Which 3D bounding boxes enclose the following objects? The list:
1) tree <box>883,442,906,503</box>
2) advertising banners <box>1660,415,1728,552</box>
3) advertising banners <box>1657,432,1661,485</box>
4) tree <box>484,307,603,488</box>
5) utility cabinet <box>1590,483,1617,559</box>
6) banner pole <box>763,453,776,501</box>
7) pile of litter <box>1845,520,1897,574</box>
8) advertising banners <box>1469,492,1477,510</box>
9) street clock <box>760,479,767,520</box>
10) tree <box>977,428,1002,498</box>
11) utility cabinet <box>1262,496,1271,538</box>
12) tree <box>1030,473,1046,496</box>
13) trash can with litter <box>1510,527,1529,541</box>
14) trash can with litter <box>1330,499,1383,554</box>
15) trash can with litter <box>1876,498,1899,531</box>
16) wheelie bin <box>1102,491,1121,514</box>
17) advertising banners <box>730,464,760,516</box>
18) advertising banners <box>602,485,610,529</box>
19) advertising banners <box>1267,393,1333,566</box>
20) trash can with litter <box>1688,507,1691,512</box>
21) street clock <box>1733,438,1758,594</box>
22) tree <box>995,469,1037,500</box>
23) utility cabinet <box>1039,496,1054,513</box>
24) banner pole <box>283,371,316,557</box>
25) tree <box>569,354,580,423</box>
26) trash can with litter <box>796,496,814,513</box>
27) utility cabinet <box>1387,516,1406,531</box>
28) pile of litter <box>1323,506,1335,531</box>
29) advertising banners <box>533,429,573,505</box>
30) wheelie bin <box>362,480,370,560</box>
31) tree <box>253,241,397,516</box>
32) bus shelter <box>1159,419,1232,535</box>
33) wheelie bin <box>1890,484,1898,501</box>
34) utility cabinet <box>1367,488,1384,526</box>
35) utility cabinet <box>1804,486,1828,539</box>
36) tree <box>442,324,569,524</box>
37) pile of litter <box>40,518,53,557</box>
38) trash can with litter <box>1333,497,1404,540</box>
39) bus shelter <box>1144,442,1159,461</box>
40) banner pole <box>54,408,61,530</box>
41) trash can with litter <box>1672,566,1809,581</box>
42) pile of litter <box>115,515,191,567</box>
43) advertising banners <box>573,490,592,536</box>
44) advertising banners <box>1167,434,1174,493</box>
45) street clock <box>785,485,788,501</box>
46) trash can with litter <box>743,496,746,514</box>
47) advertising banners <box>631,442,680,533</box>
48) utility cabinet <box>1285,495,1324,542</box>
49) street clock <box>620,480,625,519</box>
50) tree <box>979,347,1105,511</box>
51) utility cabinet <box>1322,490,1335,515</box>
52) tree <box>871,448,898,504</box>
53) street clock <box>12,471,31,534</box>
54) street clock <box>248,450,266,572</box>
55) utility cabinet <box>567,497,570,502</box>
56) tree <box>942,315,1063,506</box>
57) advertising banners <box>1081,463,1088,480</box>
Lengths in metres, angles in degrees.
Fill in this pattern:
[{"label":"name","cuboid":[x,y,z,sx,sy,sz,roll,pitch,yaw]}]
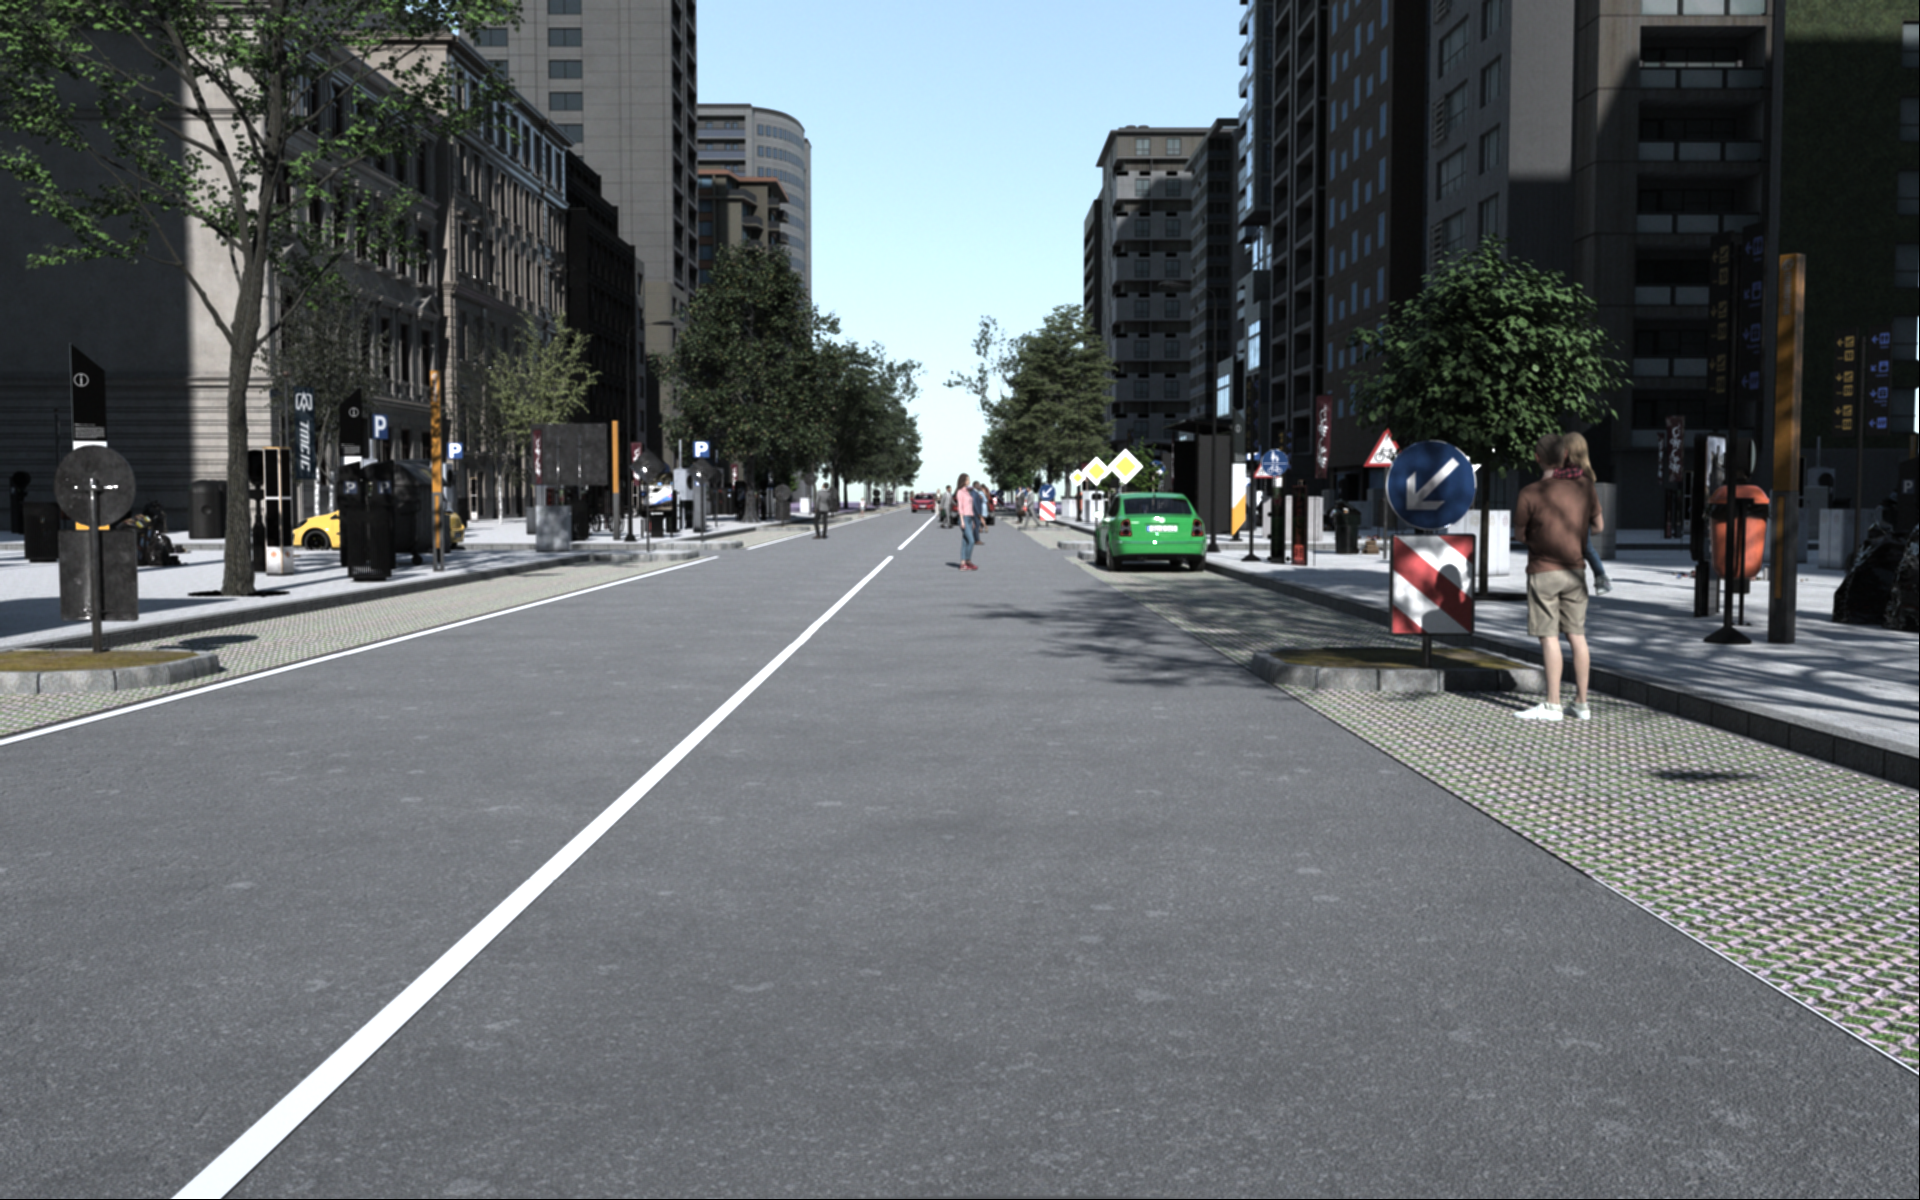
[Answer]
[{"label":"tree","cuboid":[-9.179,-17.744,240.476,4.737,8.622,4.395,0,3,0]},{"label":"advertising banners","cuboid":[16.188,-2.543,37.760,0.090,3.025,2.074,-2,4,-26]},{"label":"advertising banners","cuboid":[20.403,-3.279,49.796,0.090,3.025,2.074,3,5,43]},{"label":"tree","cuboid":[-16.122,-7.156,67.361,4.737,8.622,4.395,0,3,0]},{"label":"utility cabinet","cuboid":[12.514,-1.561,34.201,0.318,1.500,1.173,-1,4,-10]},{"label":"banner pole","cuboid":[-9.752,-5.993,87.998,0.863,3.779,0.401,1,4,13]},{"label":"pile of litter","cuboid":[15.128,-0.859,28.015,1.719,0.858,1.176,0,4,3]},{"label":"advertising banners","cuboid":[17.776,-3.915,60.204,0.090,3.025,2.074,2,4,26]},{"label":"street clock","cuboid":[-9.664,-4.934,85.235,0.358,2.002,0.471,1,4,16]},{"label":"tree","cuboid":[6.213,-20.932,267.986,9.928,11.665,9.643,0,3,0]},{"label":"utility cabinet","cuboid":[9.340,-2.411,50.576,1.020,1.237,0.306,3,5,43]},{"label":"tree","cuboid":[6.486,-9.262,146.043,1.663,3.219,1.824,0,3,0]},{"label":"trash can with litter","cuboid":[15.691,-2.198,46.989,1.678,1.210,2.233,-3,5,-42]},{"label":"trash can with litter","cuboid":[8.530,-1.580,37.226,1.055,1.170,0.624,0,4,-7]},{"label":"trash can with litter","cuboid":[26.418,-2.292,48.856,1.055,1.170,0.624,-1,4,-22]},{"label":"wheelie bin","cuboid":[7.000,-4.407,79.963,0.980,1.594,0.693,2,4,34]},{"label":"advertising banners","cuboid":[-12.556,-6.426,101.250,2.074,3.025,0.090,-3,5,-41]},{"label":"advertising banners","cuboid":[-12.951,-4.103,63.279,0.090,3.025,2.074,0,4,-5]},{"label":"advertising banners","cuboid":[6.109,-2.139,31.155,0.090,3.025,2.074,-1,4,-20]},{"label":"trash can with litter","cuboid":[20.750,-2.232,47.879,1.055,1.170,0.624,0,4,4]},{"label":"street clock","cuboid":[10.081,-1.086,22.325,0.358,2.002,0.471,3,5,41]},{"label":"tree","cuboid":[5.770,-11.170,166.349,4.285,4.588,4.351,0,3,0]},{"label":"utility cabinet","cuboid":[5.800,-6.415,116.042,1.020,1.237,0.306,-1,4,-18]},{"label":"banner pole","cuboid":[-13.533,-2.778,35.430,0.401,3.779,0.863,3,4,38]},{"label":"tree","cuboid":[-20.028,-8.096,82.737,4.360,8.622,3.978,0,3,0]},{"label":"trash can with litter","cuboid":[-10.378,-6.564,118.376,1.678,1.210,2.233,0,4,-4]},{"label":"utility cabinet","cuboid":[15.386,-3.060,61.190,0.306,1.237,1.020,3,5,44]},{"label":"pile of litter","cuboid":[12.810,-2.859,60.709,1.719,0.858,1.176,-3,4,-36]},{"label":"advertising banners","cuboid":[-10.942,-3.065,46.294,0.090,3.025,2.074,-3,4,-38]},{"label":"wheelie bin","cuboid":[-11.502,-1.576,33.673,0.693,1.594,0.980,0,4,-6]},{"label":"tree","cuboid":[-18.493,-6.085,49.849,4.360,8.622,3.978,0,3,0]},{"label":"bus shelter","cuboid":[7.948,-4.057,57.616,1.731,3.624,6.357,0,3,0]},{"label":"wheelie bin","cuboid":[28.207,-2.679,51.709,0.980,1.594,0.693,-1,4,-14]},{"label":"utility cabinet","cuboid":[16.457,-3.657,68.479,0.318,1.500,1.173,3,4,38]},{"label":"utility cabinet","cuboid":[23.658,-2.438,48.544,1.173,1.500,0.318,2,4,23]},{"label":"tree","cuboid":[-19.857,-7.568,74.101,4.360,8.622,3.978,0,3,0]},{"label":"pile of litter","cuboid":[-18.242,-1.294,35.120,1.176,0.858,1.719,-1,4,-23]},{"label":"trash can with litter","cuboid":[11.766,-2.334,49.215,2.233,1.210,1.678,1,4,19]},{"label":"bus shelter","cuboid":[9.533,-5.495,81.132,1.731,3.624,6.357,0,3,0]},{"label":"banner pole","cuboid":[-26.209,-3.692,50.387,0.401,3.779,0.863,-1,4,-20]},{"label":"trash can with litter","cuboid":[11.709,-0.941,26.438,1.678,1.210,2.233,0,4,-4]},{"label":"pile of litter","cuboid":[-14.764,-1.035,30.894,1.719,0.858,1.176,-1,4,-9]},{"label":"advertising banners","cuboid":[-11.976,-3.466,52.861,2.074,3.025,0.090,3,4,38]},{"label":"advertising banners","cuboid":[6.115,-3.304,50.204,0.090,3.025,2.074,1,4,10]},{"label":"street clock","cuboid":[-9.701,-5.582,95.840,0.471,2.002,0.358,-1,4,-12]},{"label":"trash can with litter","cuboid":[-12.511,-5.400,99.684,0.624,1.170,1.055,-2,4,-31]},{"label":"advertising banners","cuboid":[-10.144,-3.749,57.486,2.074,3.025,0.090,2,4,32]},{"label":"utility cabinet","cuboid":[9.355,-2.198,47.094,1.020,1.237,0.306,3,5,40]},{"label":"street clock","cuboid":[-17.524,-5.220,89.918,0.358,2.002,0.471,0,4,-3]},{"label":"tree","cuboid":[6.651,-13.024,129.946,9.611,12.733,9.660,0,3,0]},{"label":"utility cabinet","cuboid":[17.902,-4.621,84.235,0.318,1.500,1.173,0,4,-6]},{"label":"tree","cuboid":[-10.224,-17.004,228.382,4.360,8.622,3.978,0,3,0]},{"label":"street clock","cuboid":[-29.857,-3.094,55.149,0.471,2.002,0.358,0,4,2]},{"label":"street clock","cuboid":[-11.549,-1.464,28.514,0.471,2.002,0.358,0,4,-2]},{"label":"utility cabinet","cuboid":[-11.698,-2.457,51.338,0.306,1.237,1.020,-1,4,-14]},{"label":"tree","cuboid":[4.979,-20.061,183.885,12.611,20.169,13.585,0,3,0]},{"label":"advertising banners","cuboid":[7.507,-6.110,96.089,0.090,3.025,2.074,-3,5,-45]}]
